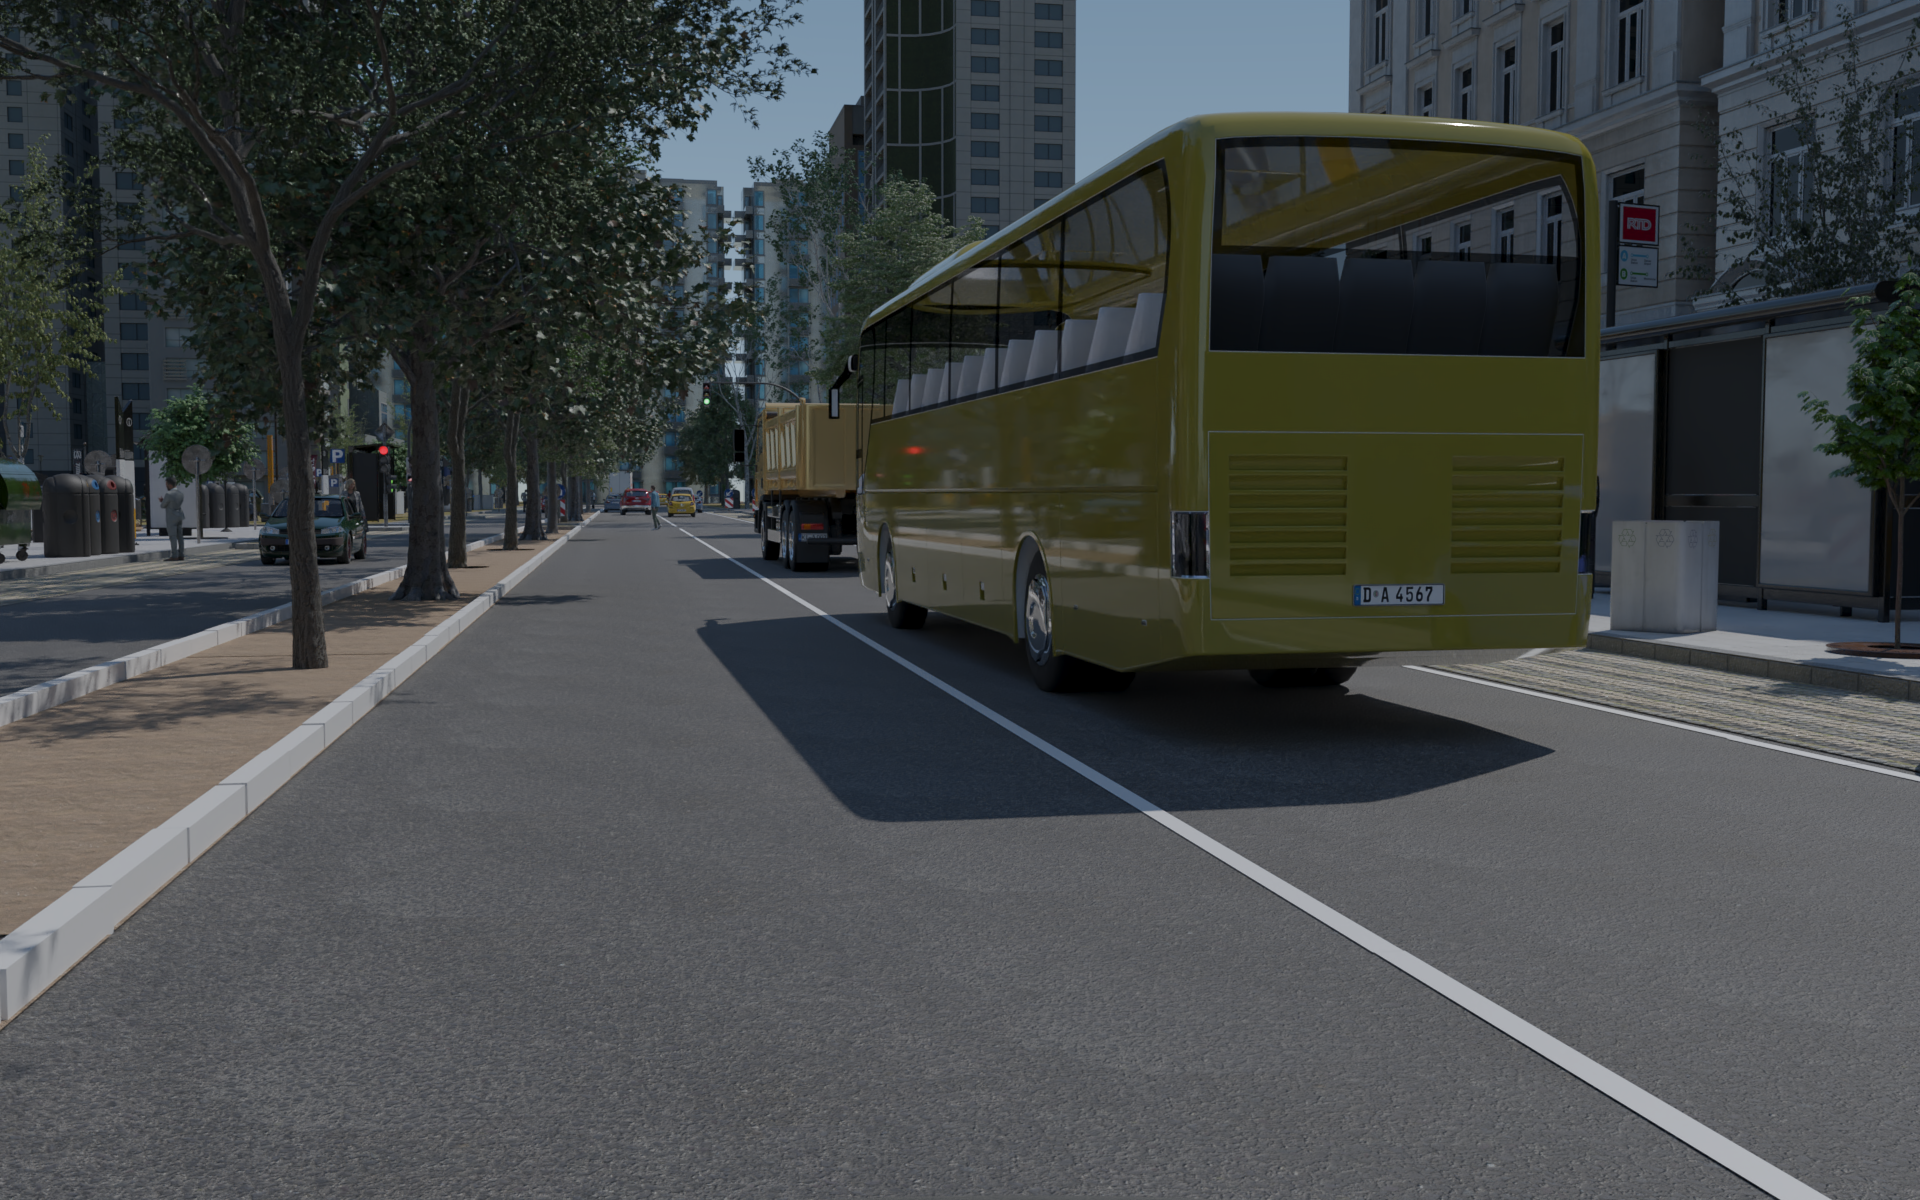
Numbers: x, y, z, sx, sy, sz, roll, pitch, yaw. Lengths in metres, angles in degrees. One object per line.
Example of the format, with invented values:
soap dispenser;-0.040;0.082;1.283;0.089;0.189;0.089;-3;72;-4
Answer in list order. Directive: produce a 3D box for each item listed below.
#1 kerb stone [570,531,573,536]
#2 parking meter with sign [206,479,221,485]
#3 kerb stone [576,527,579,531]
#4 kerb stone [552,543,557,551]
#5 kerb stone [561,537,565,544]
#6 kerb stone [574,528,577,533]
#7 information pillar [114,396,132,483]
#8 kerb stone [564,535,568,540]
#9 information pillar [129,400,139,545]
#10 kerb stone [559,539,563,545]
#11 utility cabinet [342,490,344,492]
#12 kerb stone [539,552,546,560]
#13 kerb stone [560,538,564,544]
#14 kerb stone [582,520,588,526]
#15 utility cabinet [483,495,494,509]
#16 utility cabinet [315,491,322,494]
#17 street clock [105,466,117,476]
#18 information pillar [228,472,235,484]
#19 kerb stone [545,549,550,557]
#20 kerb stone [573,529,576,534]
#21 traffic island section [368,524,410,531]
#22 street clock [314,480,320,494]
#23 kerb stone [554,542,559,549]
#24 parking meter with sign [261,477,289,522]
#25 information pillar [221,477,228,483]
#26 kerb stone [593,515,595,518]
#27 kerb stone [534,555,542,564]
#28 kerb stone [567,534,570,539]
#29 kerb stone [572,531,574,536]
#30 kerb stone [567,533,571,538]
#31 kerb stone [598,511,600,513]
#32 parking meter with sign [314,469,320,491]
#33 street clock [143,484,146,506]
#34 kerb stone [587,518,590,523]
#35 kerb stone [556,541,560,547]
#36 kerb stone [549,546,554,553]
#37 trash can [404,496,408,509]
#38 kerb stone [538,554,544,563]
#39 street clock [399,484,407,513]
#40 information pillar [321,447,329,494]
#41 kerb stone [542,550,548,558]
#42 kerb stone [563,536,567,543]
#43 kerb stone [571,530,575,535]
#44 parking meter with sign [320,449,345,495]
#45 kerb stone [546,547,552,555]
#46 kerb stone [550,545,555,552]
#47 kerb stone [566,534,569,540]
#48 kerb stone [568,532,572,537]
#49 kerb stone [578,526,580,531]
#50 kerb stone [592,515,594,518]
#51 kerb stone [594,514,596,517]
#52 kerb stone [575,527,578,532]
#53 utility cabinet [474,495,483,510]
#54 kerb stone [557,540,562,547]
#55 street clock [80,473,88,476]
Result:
kerb stone;-12.555;-2.036;55.492;0.120;0.150;1.000;-1;4;-11
parking meter with sign;-33.768;-5.018;78.301;0.543;3.016;1.738;0;4;0
kerb stone;-13.931;-2.466;62.540;0.120;0.150;1.000;-1;4;-11
kerb stone;-10.000;-1.235;42.392;0.120;0.150;1.000;-1;4;-11
kerb stone;-11.188;-1.603;48.434;0.120;0.150;1.000;-1;4;-11
kerb stone;-13.545;-2.340;60.531;0.120;0.150;1.000;-1;4;-11
information pillar;-20.214;-3.080;41.711;0.183;3.616;0.504;-1;4;-12
kerb stone;-11.570;-1.728;50.454;0.120;0.150;1.000;-1;4;-11
information pillar;-20.685;-3.160;43.020;0.183;3.616;0.504;1;4;9
kerb stone;-10.792;-1.482;46.418;0.120;0.150;1.000;-1;4;-11
utility cabinet;-28.227;-4.271;78.513;0.318;1.500;1.173;0;4;-2
kerb stone;-8.822;-0.867;36.364;0.120;0.150;1.000;-1;4;-11
kerb stone;-10.986;-1.543;47.426;0.120;0.150;1.000;-1;4;-11
kerb stone;-16.970;-3.421;78.121;0.120;0.150;1.000;-1;4;-11
utility cabinet;-40.188;-8.339;147.511;1.020;1.237;0.306;2;4;28
utility cabinet;-42.791;-6.551;115.779;1.173;1.500;0.318;0;4;0
street clock;-21.967;-2.472;44.985;0.358;2.002;0.471;0;4;1
information pillar;-50.223;-7.830;119.370;0.504;3.616;0.183;0;4;2
kerb stone;-9.222;-0.989;38.371;0.120;0.150;1.000;-1;4;-11
kerb stone;-13.146;-2.216;58.512;0.120;0.150;1.000;-1;4;-11
traffic island section;-22.503;-2.787;67.851;2.009;0.180;2.903;-1;4;-11
street clock;-34.289;-5.366;92.309;0.358;2.002;0.471;-1;4;-13
kerb stone;-10.201;-1.297;43.394;0.120;0.150;1.000;-1;4;-11
parking meter with sign;-31.031;-5.067;79.108;1.738;3.016;0.543;0;4;-4
information pillar;-47.415;-7.333;111.248;0.183;3.616;0.504;-2;4;-35
kerb stone;-20.517;-4.527;96.229;0.120;0.150;1.000;-1;4;-11
kerb stone;-8.431;-0.743;34.351;0.120;0.150;1.000;-1;4;-11
kerb stone;-11.972;-1.848;52.476;0.120;0.150;1.000;-1;4;-11
kerb stone;-12.755;-2.098;56.502;0.120;0.150;1.000;-1;4;-11
kerb stone;-12.170;-1.913;53.481;0.120;0.150;1.000;-1;4;-11
kerb stone;-24.241;-5.695;115.349;0.120;0.150;1.000;-1;4;-11
parking meter with sign;-44.688;-7.548;119.669;1.738;3.016;0.543;3;5;41
street clock;-59.051;-7.405;125.644;0.358;2.002;0.471;-2;4;-23
kerb stone;-18.160;-3.790;84.163;0.120;0.150;1.000;-1;4;-11
kerb stone;-10.392;-1.355;44.401;0.120;0.150;1.000;-1;4;-11
kerb stone;-9.611;-1.112;40.381;0.120;0.150;1.000;-1;4;-11
trash can;-46.762;-8.199;145.703;0.748;1.137;0.748;0;3;0
kerb stone;-8.637;-0.805;35.359;0.120;0.150;1.000;-1;4;-11
street clock;-37.185;-6.798;115.718;0.358;2.002;0.471;3;5;44
information pillar;-27.945;-5.190;76.218;0.183;3.616;0.504;0;4;8
kerb stone;-9.025;-0.928;37.368;0.120;0.150;1.000;-1;4;-11
kerb stone;-11.376;-1.667;49.447;0.120;0.150;1.000;-1;4;-11
kerb stone;-12.955;-2.160;57.504;0.120;0.150;1.000;-1;4;-11
parking meter with sign;-23.852;-4.270;66.069;0.543;3.016;1.738;-1;4;-11
kerb stone;-9.414;-1.051;39.375;0.120;0.150;1.000;-1;4;-11
kerb stone;-9.809;-1.174;41.388;0.120;0.150;1.000;-1;4;-11
kerb stone;-11.778;-1.790;51.470;0.120;0.150;1.000;-1;4;-11
kerb stone;-12.361;-1.971;54.488;0.120;0.150;1.000;-1;4;-11
kerb stone;-14.325;-2.590;64.547;0.120;0.150;1.000;-1;4;-11
kerb stone;-20.114;-4.402;94.212;0.120;0.150;1.000;-1;4;-11
kerb stone;-21.098;-4.713;99.252;0.120;0.150;1.000;-1;4;-11
kerb stone;-13.737;-2.406;61.537;0.120;0.150;1.000;-1;4;-11
utility cabinet;-39.179;-7.848;139.479;1.020;1.237;0.306;0;4;8
kerb stone;-10.589;-1.420;45.415;0.120;0.150;1.000;-1;4;-11
street clock;-30.111;-3.361;59.521;0.471;2.002;0.358;-2;4;-28
